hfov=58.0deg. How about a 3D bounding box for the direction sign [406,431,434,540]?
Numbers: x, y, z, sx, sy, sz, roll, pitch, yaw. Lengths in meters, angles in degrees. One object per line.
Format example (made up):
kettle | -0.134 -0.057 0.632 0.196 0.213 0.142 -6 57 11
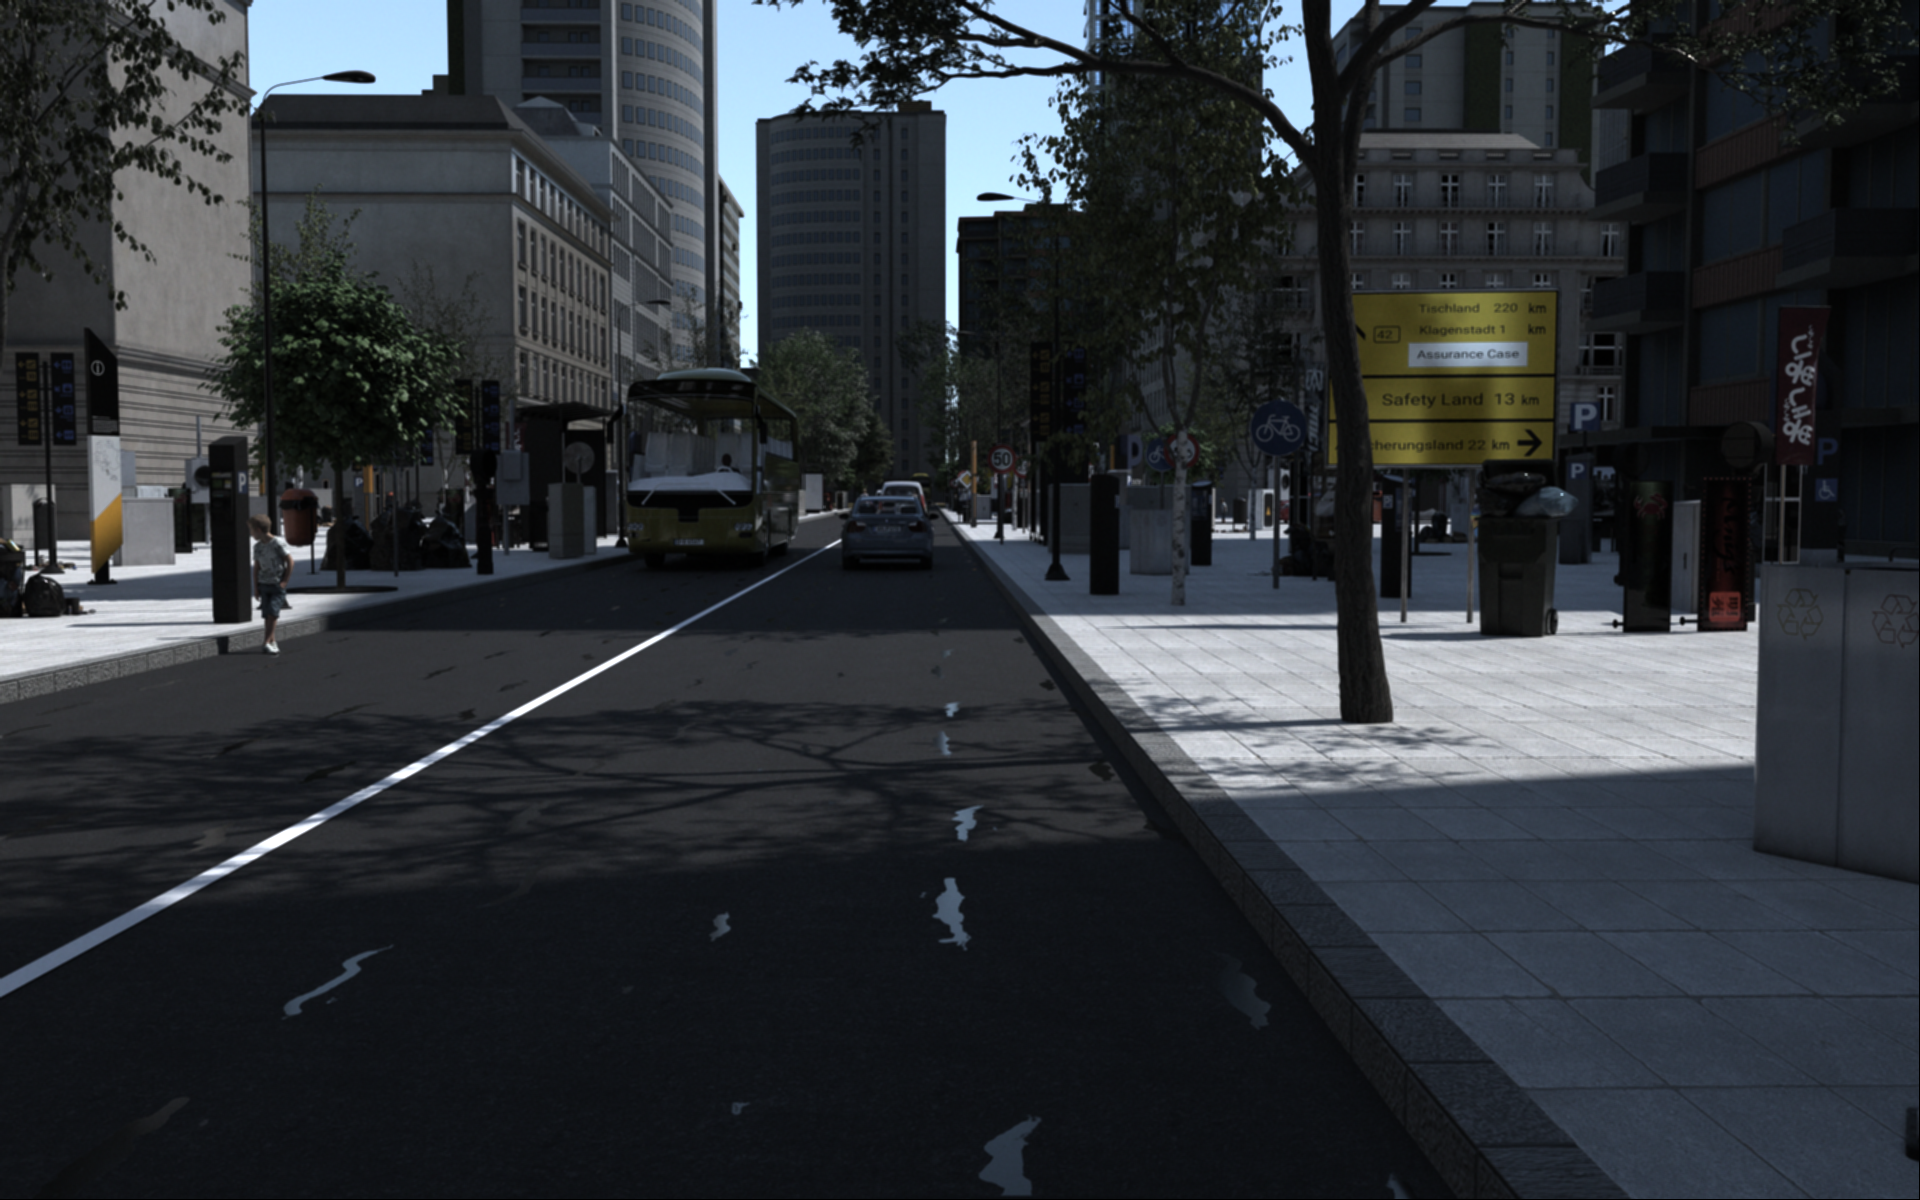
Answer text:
direction sign | -15.025 -3.422 47.948 0.876 3.537 0.379 -1 4 -12

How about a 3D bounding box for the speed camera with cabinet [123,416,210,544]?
speed camera with cabinet | -19.688 -2.999 43.377 2.038 3.252 0.660 -3 5 -41

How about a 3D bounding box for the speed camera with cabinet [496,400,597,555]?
speed camera with cabinet | -8.753 -2.588 36.653 2.038 3.252 0.660 -1 4 -13

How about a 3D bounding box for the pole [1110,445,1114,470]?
pole | 6.337 -4.780 71.997 0.158 3.312 0.155 0 3 0

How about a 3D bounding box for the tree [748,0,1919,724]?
tree | 2.020 -4.604 9.683 7.601 10.594 8.767 2 4 32

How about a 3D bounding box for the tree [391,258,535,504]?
tree | -16.058 -6.314 53.600 4.360 8.622 3.978 0 3 0

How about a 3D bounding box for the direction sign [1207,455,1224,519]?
direction sign | 13.407 -6.054 90.987 0.876 3.537 0.379 2 4 27

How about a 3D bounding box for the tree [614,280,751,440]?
tree | -9.166 -6.660 59.248 4.360 8.622 3.978 0 3 0

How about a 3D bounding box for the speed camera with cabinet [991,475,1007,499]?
speed camera with cabinet | 2.361 -5.610 86.063 0.660 3.252 2.038 3 5 40

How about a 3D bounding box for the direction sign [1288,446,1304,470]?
direction sign | 16.042 -5.526 82.345 0.876 3.537 0.379 1 4 11

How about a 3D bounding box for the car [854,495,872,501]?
car | -7.651 -7.896 141.671 1.945 1.354 3.894 0 4 -2

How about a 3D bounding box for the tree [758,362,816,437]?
tree | -10.148 -8.903 95.921 4.737 8.622 4.395 0 3 0

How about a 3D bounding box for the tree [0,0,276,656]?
tree | -7.699 -3.873 13.690 4.360 8.622 3.978 0 3 0

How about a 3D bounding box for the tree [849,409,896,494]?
tree | -11.954 -18.937 227.739 7.486 12.596 7.792 0 3 0

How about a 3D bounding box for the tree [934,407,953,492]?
tree | 0.927 -9.985 113.616 4.360 8.622 3.978 0 3 0

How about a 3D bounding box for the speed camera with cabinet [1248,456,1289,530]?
speed camera with cabinet | 11.073 -4.135 61.938 0.660 3.252 2.038 3 4 39

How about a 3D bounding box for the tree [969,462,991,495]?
tree | 1.191 -6.722 104.504 1.663 3.219 1.824 0 3 0

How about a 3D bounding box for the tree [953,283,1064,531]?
tree | 1.898 -6.759 60.876 4.360 8.622 3.978 0 3 0

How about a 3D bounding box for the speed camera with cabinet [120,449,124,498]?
speed camera with cabinet | -29.718 -4.080 61.049 0.660 3.252 2.038 3 5 42

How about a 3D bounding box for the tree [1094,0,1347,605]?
tree | 2.524 -4.262 20.046 4.737 8.622 4.395 0 3 0

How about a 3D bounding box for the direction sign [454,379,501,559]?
direction sign | -9.574 -2.595 34.426 0.876 3.537 0.379 -2 4 -27

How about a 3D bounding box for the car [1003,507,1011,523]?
car | 3.951 -4.146 77.570 4.222 1.686 2.009 0 3 0

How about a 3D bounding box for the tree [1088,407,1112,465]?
tree | 10.799 -11.701 141.675 4.360 8.622 3.978 0 3 0

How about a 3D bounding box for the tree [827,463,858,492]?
tree | -11.561 -11.376 169.712 4.285 4.588 4.351 0 3 0

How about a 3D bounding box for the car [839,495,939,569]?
car | -1.415 -1.366 34.333 2.014 1.417 4.499 0 4 -1

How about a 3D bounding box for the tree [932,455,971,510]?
tree | -0.346 -9.722 142.661 4.285 4.588 4.351 0 3 0

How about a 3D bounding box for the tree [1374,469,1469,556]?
tree | 9.754 -3.233 36.574 4.285 4.588 4.351 0 3 0

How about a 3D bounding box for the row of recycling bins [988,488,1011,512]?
row of recycling bins | 2.974 -7.043 122.260 1.069 1.692 3.534 -2 4 -26

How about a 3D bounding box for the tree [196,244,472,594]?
tree | -8.279 -2.391 22.804 4.285 4.588 4.351 0 3 0

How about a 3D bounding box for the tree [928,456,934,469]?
tree | -1.623 -16.463 219.534 4.360 8.622 3.978 0 3 0

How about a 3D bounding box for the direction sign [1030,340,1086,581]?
direction sign | 1.455 -2.064 25.750 0.876 3.537 0.379 2 4 24

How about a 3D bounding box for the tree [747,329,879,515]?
tree | -9.915 -11.142 107.924 9.928 11.665 9.643 0 3 0

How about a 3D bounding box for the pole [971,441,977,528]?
pole | 0.523 -4.433 66.321 0.158 3.312 0.155 0 3 0

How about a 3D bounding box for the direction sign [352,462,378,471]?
direction sign | -20.405 -4.122 59.388 0.876 3.537 0.379 0 4 0

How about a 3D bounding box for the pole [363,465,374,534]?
pole | -12.987 -2.701 37.997 0.158 3.312 0.155 0 3 0

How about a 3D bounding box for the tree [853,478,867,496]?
tree | -11.719 -12.944 206.243 1.663 3.219 1.824 0 3 0

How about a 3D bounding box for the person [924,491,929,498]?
person | -3.769 -10.632 183.117 1.217 1.735 0.721 -2 4 -29

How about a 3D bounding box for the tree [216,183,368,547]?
tree | -15.940 -5.590 41.756 4.737 8.622 4.395 0 3 0

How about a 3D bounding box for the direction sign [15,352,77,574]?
direction sign | -14.639 -2.190 27.808 0.876 3.537 0.379 0 4 -7

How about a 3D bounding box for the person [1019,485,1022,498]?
person | 2.553 -4.089 75.167 0.447 1.846 0.655 -1 4 -14

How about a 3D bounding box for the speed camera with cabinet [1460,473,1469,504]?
speed camera with cabinet | 33.518 -7.456 116.240 0.660 3.252 2.038 -2 4 -28

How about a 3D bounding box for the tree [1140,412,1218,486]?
tree | 8.627 -5.242 69.428 4.285 4.588 4.351 0 3 0

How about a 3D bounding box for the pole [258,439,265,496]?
pole | -25.955 -4.315 64.396 0.158 3.312 0.155 0 3 0

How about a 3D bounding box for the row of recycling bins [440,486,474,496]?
row of recycling bins | -26.036 -5.042 89.542 1.069 1.692 3.534 0 4 3

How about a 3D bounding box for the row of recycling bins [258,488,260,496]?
row of recycling bins | -36.063 -4.867 86.692 3.534 1.692 1.069 3 5 39

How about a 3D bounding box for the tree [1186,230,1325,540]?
tree | 8.163 -5.976 48.073 4.360 8.622 3.978 0 3 0

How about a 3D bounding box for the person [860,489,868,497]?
person | -5.318 -5.430 97.957 0.731 1.740 0.598 0 4 5

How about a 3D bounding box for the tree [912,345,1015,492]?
tree | 0.230 -11.994 121.857 9.928 11.665 9.643 0 3 0

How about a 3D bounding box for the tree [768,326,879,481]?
tree | -10.823 -13.696 130.587 9.857 13.997 8.962 0 3 0

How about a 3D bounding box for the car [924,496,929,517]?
car | -2.579 -5.274 96.023 2.009 1.686 4.222 0 3 0

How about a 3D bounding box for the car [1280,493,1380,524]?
car | 16.117 -4.081 75.757 4.494 1.783 2.155 0 4 -1

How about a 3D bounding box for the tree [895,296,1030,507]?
tree | 0.517 -18.895 164.825 12.611 20.169 13.585 0 3 0
